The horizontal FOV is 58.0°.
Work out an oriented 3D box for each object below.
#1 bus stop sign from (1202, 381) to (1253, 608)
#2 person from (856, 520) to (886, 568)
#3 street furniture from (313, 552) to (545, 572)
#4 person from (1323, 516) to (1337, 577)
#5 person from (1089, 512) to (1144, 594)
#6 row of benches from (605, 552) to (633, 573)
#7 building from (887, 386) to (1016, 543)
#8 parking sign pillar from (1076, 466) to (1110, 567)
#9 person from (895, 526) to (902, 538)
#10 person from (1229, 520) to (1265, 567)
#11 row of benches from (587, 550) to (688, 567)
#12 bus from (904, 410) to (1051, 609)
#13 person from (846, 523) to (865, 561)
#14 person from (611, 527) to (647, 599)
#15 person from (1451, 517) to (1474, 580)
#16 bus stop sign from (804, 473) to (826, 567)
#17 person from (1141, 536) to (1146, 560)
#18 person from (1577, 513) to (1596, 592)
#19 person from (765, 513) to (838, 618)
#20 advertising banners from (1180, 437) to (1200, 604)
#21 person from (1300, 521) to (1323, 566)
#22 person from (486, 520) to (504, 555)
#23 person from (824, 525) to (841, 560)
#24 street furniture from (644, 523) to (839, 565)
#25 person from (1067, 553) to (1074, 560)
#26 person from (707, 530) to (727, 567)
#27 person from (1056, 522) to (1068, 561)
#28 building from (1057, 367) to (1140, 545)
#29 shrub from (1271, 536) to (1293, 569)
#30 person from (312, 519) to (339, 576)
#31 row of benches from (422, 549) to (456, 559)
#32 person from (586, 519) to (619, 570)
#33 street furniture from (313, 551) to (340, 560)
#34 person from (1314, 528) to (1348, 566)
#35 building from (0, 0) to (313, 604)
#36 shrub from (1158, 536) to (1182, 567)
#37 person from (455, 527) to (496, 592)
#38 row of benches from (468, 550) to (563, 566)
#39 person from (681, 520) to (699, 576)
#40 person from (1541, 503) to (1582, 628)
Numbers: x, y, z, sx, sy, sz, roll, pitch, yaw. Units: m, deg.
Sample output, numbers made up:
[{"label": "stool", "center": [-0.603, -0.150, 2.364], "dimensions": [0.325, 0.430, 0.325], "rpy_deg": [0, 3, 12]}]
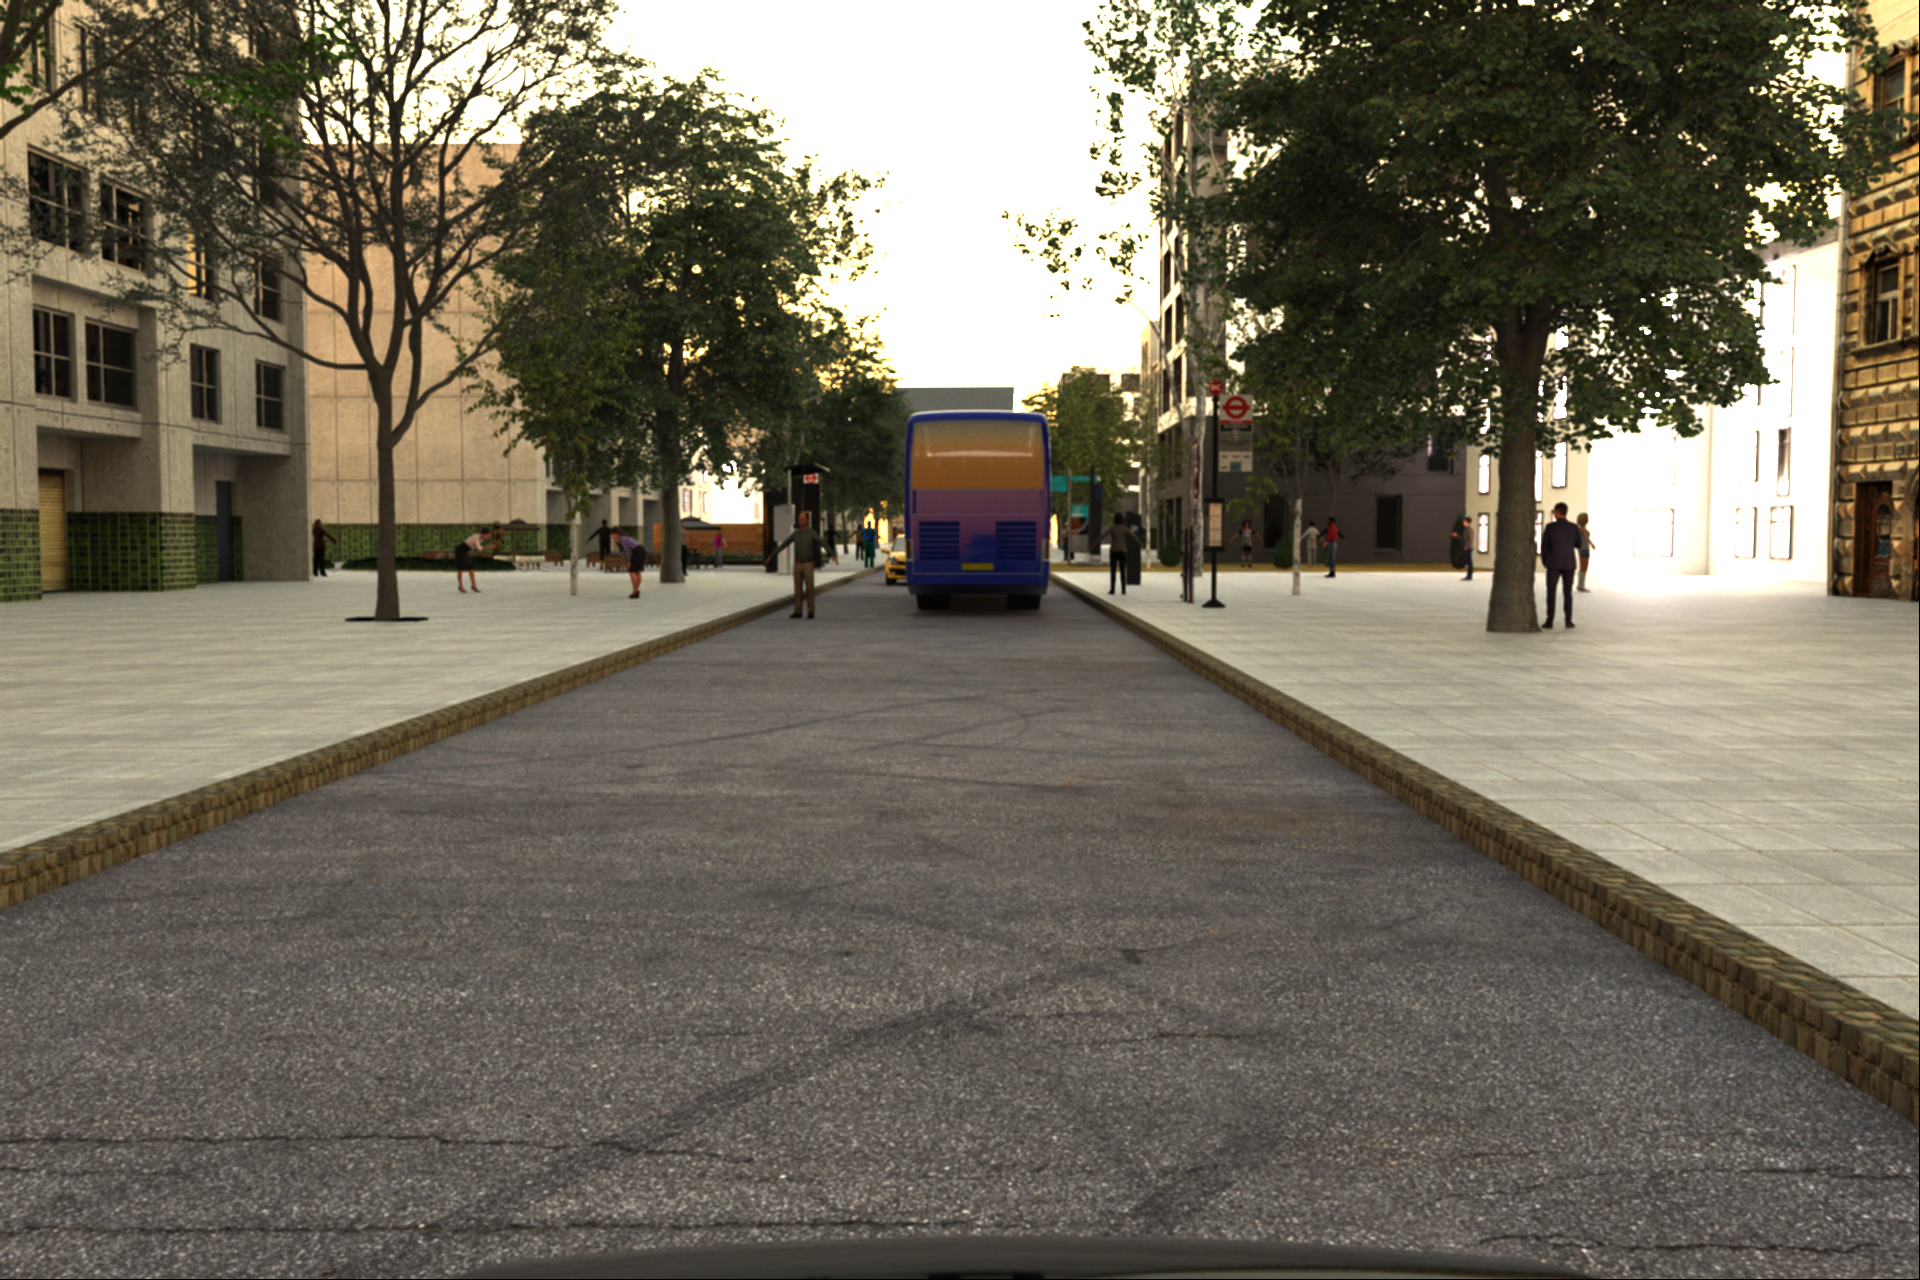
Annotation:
[{"label": "bus stop sign", "center": [4.665, -2.539, 30.220], "dimensions": [0.855, 3.939, 0.416], "rpy_deg": [0, 4, 1]}, {"label": "person", "center": [-3.399, -3.624, 65.386], "dimensions": [1.347, 1.817, 0.704], "rpy_deg": [2, 4, 29]}, {"label": "street furniture", "center": [-19.699, -2.806, 61.506], "dimensions": [10.072, 0.657, 5.734], "rpy_deg": [1, 4, 23]}, {"label": "person", "center": [10.989, -2.768, 51.373], "dimensions": [0.704, 1.816, 1.345], "rpy_deg": [1, 4, 21]}, {"label": "person", "center": [3.364, -1.853, 37.063], "dimensions": [1.215, 1.744, 0.721], "rpy_deg": [-1, 4, -9]}, {"label": "row of benches", "center": [-11.550, -2.679, 59.256], "dimensions": [1.422, 0.672, 4.104], "rpy_deg": [0, 4, -2]}, {"label": "building", "center": [-0.851, -25.848, 256.002], "dimensions": [18.063, 23.208, 19.493], "rpy_deg": [0, 4, 4]}, {"label": "parking sign pillar", "center": [5.361, -4.920, 68.908], "dimensions": [1.447, 3.967, 1.447], "rpy_deg": [0, 4, 1]}, {"label": "person", "center": [-2.363, -3.737, 70.013], "dimensions": [0.721, 1.772, 1.216], "rpy_deg": [1, 4, 19]}, {"label": "person", "center": [11.095, -3.723, 67.013], "dimensions": [1.345, 1.843, 0.704], "rpy_deg": [0, 4, 2]}, {"label": "row of benches", "center": [-12.586, -3.161, 67.141], "dimensions": [4.104, 0.672, 1.422], "rpy_deg": [1, 4, 12]}, {"label": "bus", "center": [0.403, -2.707, 35.806], "dimensions": [2.896, 3.916, 12.251], "rpy_deg": [0, 4, 1]}, {"label": "person", "center": [-4.850, -4.759, 83.942], "dimensions": [1.348, 1.813, 0.705], "rpy_deg": [-1, 4, -13]}, {"label": "person", "center": [-6.591, -1.542, 34.482], "dimensions": [0.697, 1.427, 0.421], "rpy_deg": [0, 4, -7]}, {"label": "person", "center": [13.953, -2.543, 48.154], "dimensions": [0.750, 1.759, 0.617], "rpy_deg": [2, 4, 29]}, {"label": "bus stop sign", "center": [-5.709, -4.852, 68.037], "dimensions": [0.855, 3.939, 0.416], "rpy_deg": [0, 4, 2]}, {"label": "person", "center": [8.705, -4.832, 84.778], "dimensions": [0.705, 1.856, 1.354], "rpy_deg": [-2, 4, -28]}, {"label": "person", "center": [13.936, -1.949, 38.471], "dimensions": [0.721, 1.753, 1.214], "rpy_deg": [1, 4, 8]}, {"label": "person", "center": [-2.674, -1.273, 29.547], "dimensions": [1.348, 1.796, 0.705], "rpy_deg": [1, 4, 18]}, {"label": "advertising banners", "center": [4.290, -2.208, 32.283], "dimensions": [0.090, 3.025, 2.074], "rpy_deg": [0, 4, 0]}, {"label": "person", "center": [14.326, -3.945, 70.689], "dimensions": [1.347, 1.806, 0.705], "rpy_deg": [-2, 4, -27]}, {"label": "person", "center": [-19.022, -3.995, 71.090], "dimensions": [0.705, 1.858, 1.354], "rpy_deg": [-3, 5, -43]}, {"label": "person", "center": [-6.304, -4.734, 84.114], "dimensions": [1.216, 1.740, 0.721], "rpy_deg": [-2, 4, -28]}, {"label": "street furniture", "center": [-9.438, -4.076, 73.492], "dimensions": [11.010, 1.723, 9.812], "rpy_deg": [1, 4, 16]}, {"label": "person", "center": [5.556, -4.936, 86.897], "dimensions": [0.705, 1.806, 1.347], "rpy_deg": [-2, 4, -24]}, {"label": "person", "center": [-9.372, -3.522, 66.854], "dimensions": [0.991, 1.433, 0.599], "rpy_deg": [2, 4, 33]}, {"label": "person", "center": [5.034, -4.644, 81.784], "dimensions": [0.705, 1.847, 1.347], "rpy_deg": [3, 5, 45]}, {"label": "building", "center": [26.574, -23.464, 227.606], "dimensions": [27.936, 21.610, 32.646], "rpy_deg": [0, 4, 1]}, {"label": "shrub", "center": [11.851, -3.191, 63.296], "dimensions": [1.383, 1.207, 1.383], "rpy_deg": [0, 3, 0]}, {"label": "person", "center": [-19.437, -2.803, 52.635], "dimensions": [1.215, 1.729, 0.721], "rpy_deg": [1, 4, 13]}, {"label": "row of benches", "center": [-21.495, -3.472, 72.225], "dimensions": [1.422, 0.672, 4.104], "rpy_deg": [0, 4, 2]}, {"label": "person", "center": [-12.738, -3.425, 62.134], "dimensions": [1.346, 1.812, 0.704], "rpy_deg": [-1, 4, -9]}, {"label": "street furniture", "center": [-30.657, -3.946, 71.370], "dimensions": [11.010, 1.723, 9.812], "rpy_deg": [1, 4, 11]}, {"label": "person", "center": [14.767, -3.858, 69.014], "dimensions": [1.347, 1.837, 0.705], "rpy_deg": [0, 4, 6]}, {"label": "building", "center": [-26.056, -10.072, 31.137], "dimensions": [16.747, 18.905, 31.486], "rpy_deg": [0, 3, 0]}, {"label": "shrub", "center": [8.178, -3.440, 67.356], "dimensions": [1.383, 1.207, 1.383], "rpy_deg": [0, 3, 0]}, {"label": "person", "center": [-10.685, -1.766, 38.112], "dimensions": [0.799, 1.438, 0.628], "rpy_deg": [-2, 4, -34]}, {"label": "row of benches", "center": [-17.536, -3.231, 68.287], "dimensions": [4.104, 0.672, 1.422], "rpy_deg": [-3, 4, -37]}, {"label": "person", "center": [-8.535, -2.839, 53.222], "dimensions": [1.217, 1.737, 0.721], "rpy_deg": [-3, 5, -44]}, {"label": "person", "center": [8.205, -1.020, 23.646], "dimensions": [0.541, 1.710, 0.530], "rpy_deg": [1, 4, 15]}]
